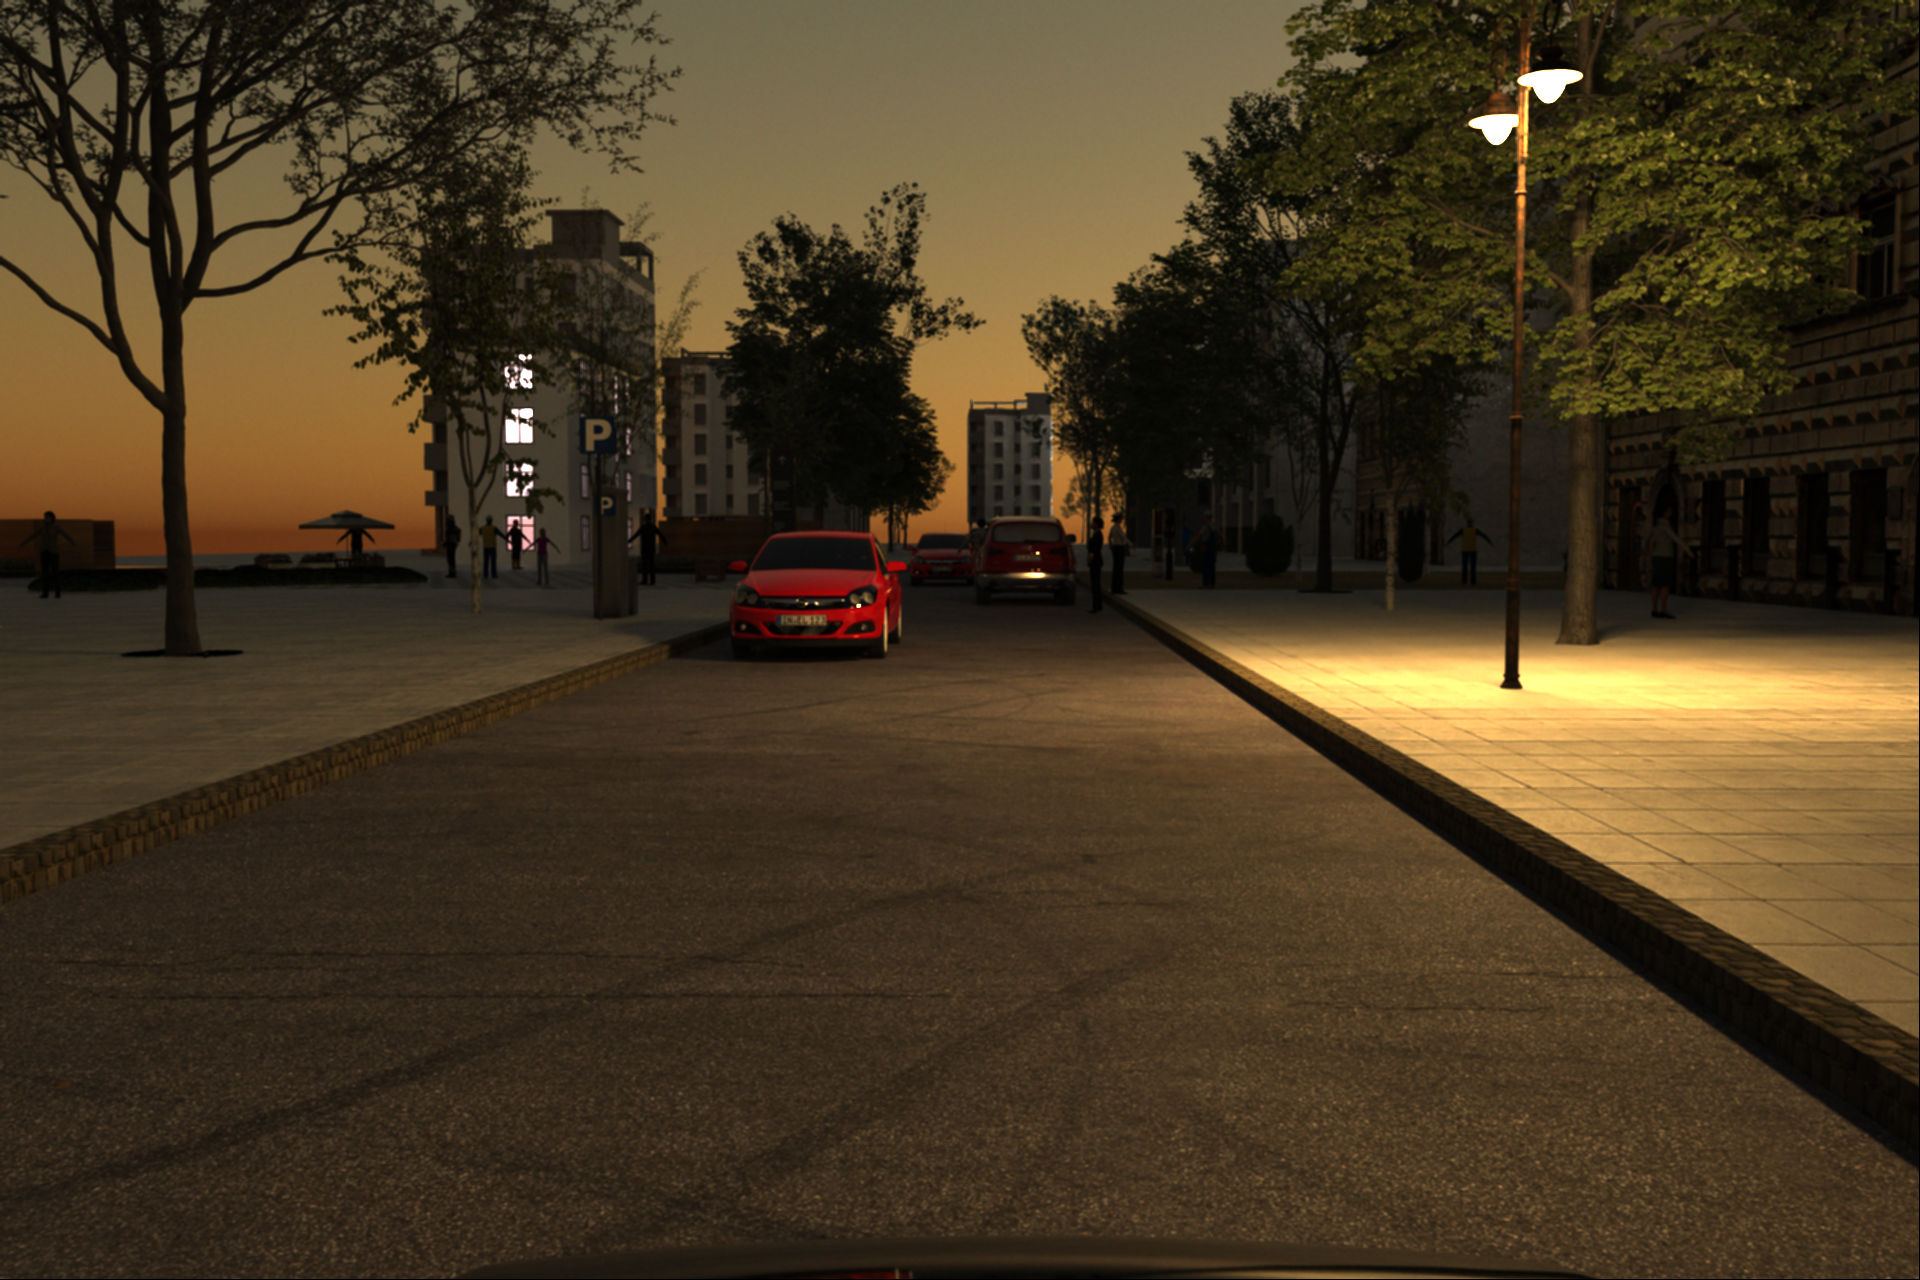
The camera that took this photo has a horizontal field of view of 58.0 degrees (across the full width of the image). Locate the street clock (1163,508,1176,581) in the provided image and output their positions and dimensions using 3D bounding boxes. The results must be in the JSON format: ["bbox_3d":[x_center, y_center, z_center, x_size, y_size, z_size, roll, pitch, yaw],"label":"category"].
[{"bbox_3d":[5.785,-2.646,47.831,0.358,2.002,0.471,0,4,2],"label":"street clock"}]

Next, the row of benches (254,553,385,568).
[{"bbox_3d":[-20.831,-2.487,56.132,4.104,0.672,1.422,-2,4,-26],"label":"row of benches"}]

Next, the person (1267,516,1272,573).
[{"bbox_3d":[10.118,-3.105,56.527,0.705,1.858,1.354,-1,4,-10],"label":"person"}]

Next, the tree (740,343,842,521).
[{"bbox_3d":[-6.753,-7.180,67.755,4.737,8.622,4.395,0,3,0],"label":"tree"}]

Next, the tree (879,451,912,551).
[{"bbox_3d":[-5.147,-11.174,133.059,4.737,8.622,4.395,0,3,0],"label":"tree"}]

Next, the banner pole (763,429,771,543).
[{"bbox_3d":[-4.636,-3.164,41.756,0.401,3.779,0.863,0,4,3],"label":"banner pole"}]

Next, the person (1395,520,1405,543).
[{"bbox_3d":[16.440,-3.523,63.742,1.345,1.843,0.704,-3,4,-39],"label":"person"}]

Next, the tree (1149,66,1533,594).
[{"bbox_3d":[8.145,-6.842,37.616,9.928,11.665,9.643,0,3,0],"label":"tree"}]

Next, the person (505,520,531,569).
[{"bbox_3d":[-16.200,-3.497,63.310,0.704,1.812,1.346,2,4,25],"label":"person"}]

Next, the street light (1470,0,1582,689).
[{"bbox_3d":[4.589,-2.535,14.236,0.468,5.910,1.993,0,4,2],"label":"street light"}]

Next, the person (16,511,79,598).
[{"bbox_3d":[-18.268,-1.709,34.699,1.215,1.744,0.721,0,4,-3],"label":"person"}]

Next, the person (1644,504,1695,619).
[{"bbox_3d":[10.777,-1.197,26.400,0.721,1.735,1.217,-1,4,-11],"label":"person"}]

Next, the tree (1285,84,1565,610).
[{"bbox_3d":[7.424,-4.799,28.827,4.737,8.622,4.395,0,3,0],"label":"tree"}]

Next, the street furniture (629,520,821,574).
[{"bbox_3d":[-8.729,-3.165,58.609,9.812,1.723,11.010,1,4,11],"label":"street furniture"}]

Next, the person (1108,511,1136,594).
[{"bbox_3d":[3.455,-1.873,37.084,0.721,1.778,1.216,-1,4,-19],"label":"person"}]

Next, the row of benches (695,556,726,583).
[{"bbox_3d":[-6.858,-1.971,47.696,1.422,0.672,4.104,0,4,-5],"label":"row of benches"}]

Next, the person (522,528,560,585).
[{"bbox_3d":[-10.572,-2.110,43.773,0.991,1.433,0.599,0,4,7],"label":"person"}]

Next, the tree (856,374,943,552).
[{"bbox_3d":[-4.674,-12.507,122.624,7.486,12.596,7.792,0,3,0],"label":"tree"}]

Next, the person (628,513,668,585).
[{"bbox_3d":[-7.904,-2.297,43.787,1.346,1.802,0.704,-3,5,-44],"label":"person"}]

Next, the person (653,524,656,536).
[{"bbox_3d":[-13.779,-4.297,77.065,0.721,1.733,1.217,-2,4,-25],"label":"person"}]

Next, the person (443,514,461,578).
[{"bbox_3d":[-14.965,-2.755,50.826,0.705,1.856,1.354,-2,4,-25],"label":"person"}]

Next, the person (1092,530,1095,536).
[{"bbox_3d":[6.166,-4.480,79.440,0.705,1.806,1.347,0,4,-3],"label":"person"}]

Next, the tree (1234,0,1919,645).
[{"bbox_3d":[7.146,-6.246,20.255,7.486,12.596,7.792,0,3,0],"label":"tree"}]

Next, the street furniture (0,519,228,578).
[{"bbox_3d":[-30.134,-2.901,54.288,9.812,1.723,11.010,2,4,30],"label":"street furniture"}]

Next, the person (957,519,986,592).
[{"bbox_3d":[0.543,-2.075,42.566,1.347,1.806,0.705,1,4,18],"label":"person"}]

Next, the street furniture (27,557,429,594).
[{"bbox_3d":[-18.047,-1.636,42.372,5.734,0.657,10.072,3,4,37],"label":"street furniture"}]

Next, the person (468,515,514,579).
[{"bbox_3d":[-13.558,-2.692,49.979,1.349,1.833,0.705,0,4,5],"label":"person"}]

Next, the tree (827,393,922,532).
[{"bbox_3d":[-5.955,-10.801,111.009,8.767,10.594,7.601,2,4,34],"label":"tree"}]

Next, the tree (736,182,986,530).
[{"bbox_3d":[-4.683,-14.458,92.283,12.611,20.169,13.585,0,3,0],"label":"tree"}]

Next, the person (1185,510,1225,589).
[{"bbox_3d":[5.787,-2.116,40.458,1.347,1.847,0.705,-3,5,-41],"label":"person"}]

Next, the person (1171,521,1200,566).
[{"bbox_3d":[9.000,-3.863,69.289,1.347,1.817,0.704,-1,4,-9],"label":"person"}]

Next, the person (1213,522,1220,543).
[{"bbox_3d":[10.677,-4.116,73.563,0.705,1.796,1.348,-2,4,-28],"label":"person"}]

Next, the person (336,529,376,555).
[{"bbox_3d":[-21.314,-3.379,61.179,1.347,1.837,0.705,0,4,-5],"label":"person"}]

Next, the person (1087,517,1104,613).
[{"bbox_3d":[2.392,-1.361,31.426,0.721,1.740,1.216,0,4,7],"label":"person"}]

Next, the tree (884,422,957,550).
[{"bbox_3d":[-4.512,-12.610,140.589,8.767,10.594,7.601,0,4,-2],"label":"tree"}]

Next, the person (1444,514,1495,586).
[{"bbox_3d":[12.736,-2.253,43.299,1.216,1.772,0.721,1,4,17],"label":"person"}]
